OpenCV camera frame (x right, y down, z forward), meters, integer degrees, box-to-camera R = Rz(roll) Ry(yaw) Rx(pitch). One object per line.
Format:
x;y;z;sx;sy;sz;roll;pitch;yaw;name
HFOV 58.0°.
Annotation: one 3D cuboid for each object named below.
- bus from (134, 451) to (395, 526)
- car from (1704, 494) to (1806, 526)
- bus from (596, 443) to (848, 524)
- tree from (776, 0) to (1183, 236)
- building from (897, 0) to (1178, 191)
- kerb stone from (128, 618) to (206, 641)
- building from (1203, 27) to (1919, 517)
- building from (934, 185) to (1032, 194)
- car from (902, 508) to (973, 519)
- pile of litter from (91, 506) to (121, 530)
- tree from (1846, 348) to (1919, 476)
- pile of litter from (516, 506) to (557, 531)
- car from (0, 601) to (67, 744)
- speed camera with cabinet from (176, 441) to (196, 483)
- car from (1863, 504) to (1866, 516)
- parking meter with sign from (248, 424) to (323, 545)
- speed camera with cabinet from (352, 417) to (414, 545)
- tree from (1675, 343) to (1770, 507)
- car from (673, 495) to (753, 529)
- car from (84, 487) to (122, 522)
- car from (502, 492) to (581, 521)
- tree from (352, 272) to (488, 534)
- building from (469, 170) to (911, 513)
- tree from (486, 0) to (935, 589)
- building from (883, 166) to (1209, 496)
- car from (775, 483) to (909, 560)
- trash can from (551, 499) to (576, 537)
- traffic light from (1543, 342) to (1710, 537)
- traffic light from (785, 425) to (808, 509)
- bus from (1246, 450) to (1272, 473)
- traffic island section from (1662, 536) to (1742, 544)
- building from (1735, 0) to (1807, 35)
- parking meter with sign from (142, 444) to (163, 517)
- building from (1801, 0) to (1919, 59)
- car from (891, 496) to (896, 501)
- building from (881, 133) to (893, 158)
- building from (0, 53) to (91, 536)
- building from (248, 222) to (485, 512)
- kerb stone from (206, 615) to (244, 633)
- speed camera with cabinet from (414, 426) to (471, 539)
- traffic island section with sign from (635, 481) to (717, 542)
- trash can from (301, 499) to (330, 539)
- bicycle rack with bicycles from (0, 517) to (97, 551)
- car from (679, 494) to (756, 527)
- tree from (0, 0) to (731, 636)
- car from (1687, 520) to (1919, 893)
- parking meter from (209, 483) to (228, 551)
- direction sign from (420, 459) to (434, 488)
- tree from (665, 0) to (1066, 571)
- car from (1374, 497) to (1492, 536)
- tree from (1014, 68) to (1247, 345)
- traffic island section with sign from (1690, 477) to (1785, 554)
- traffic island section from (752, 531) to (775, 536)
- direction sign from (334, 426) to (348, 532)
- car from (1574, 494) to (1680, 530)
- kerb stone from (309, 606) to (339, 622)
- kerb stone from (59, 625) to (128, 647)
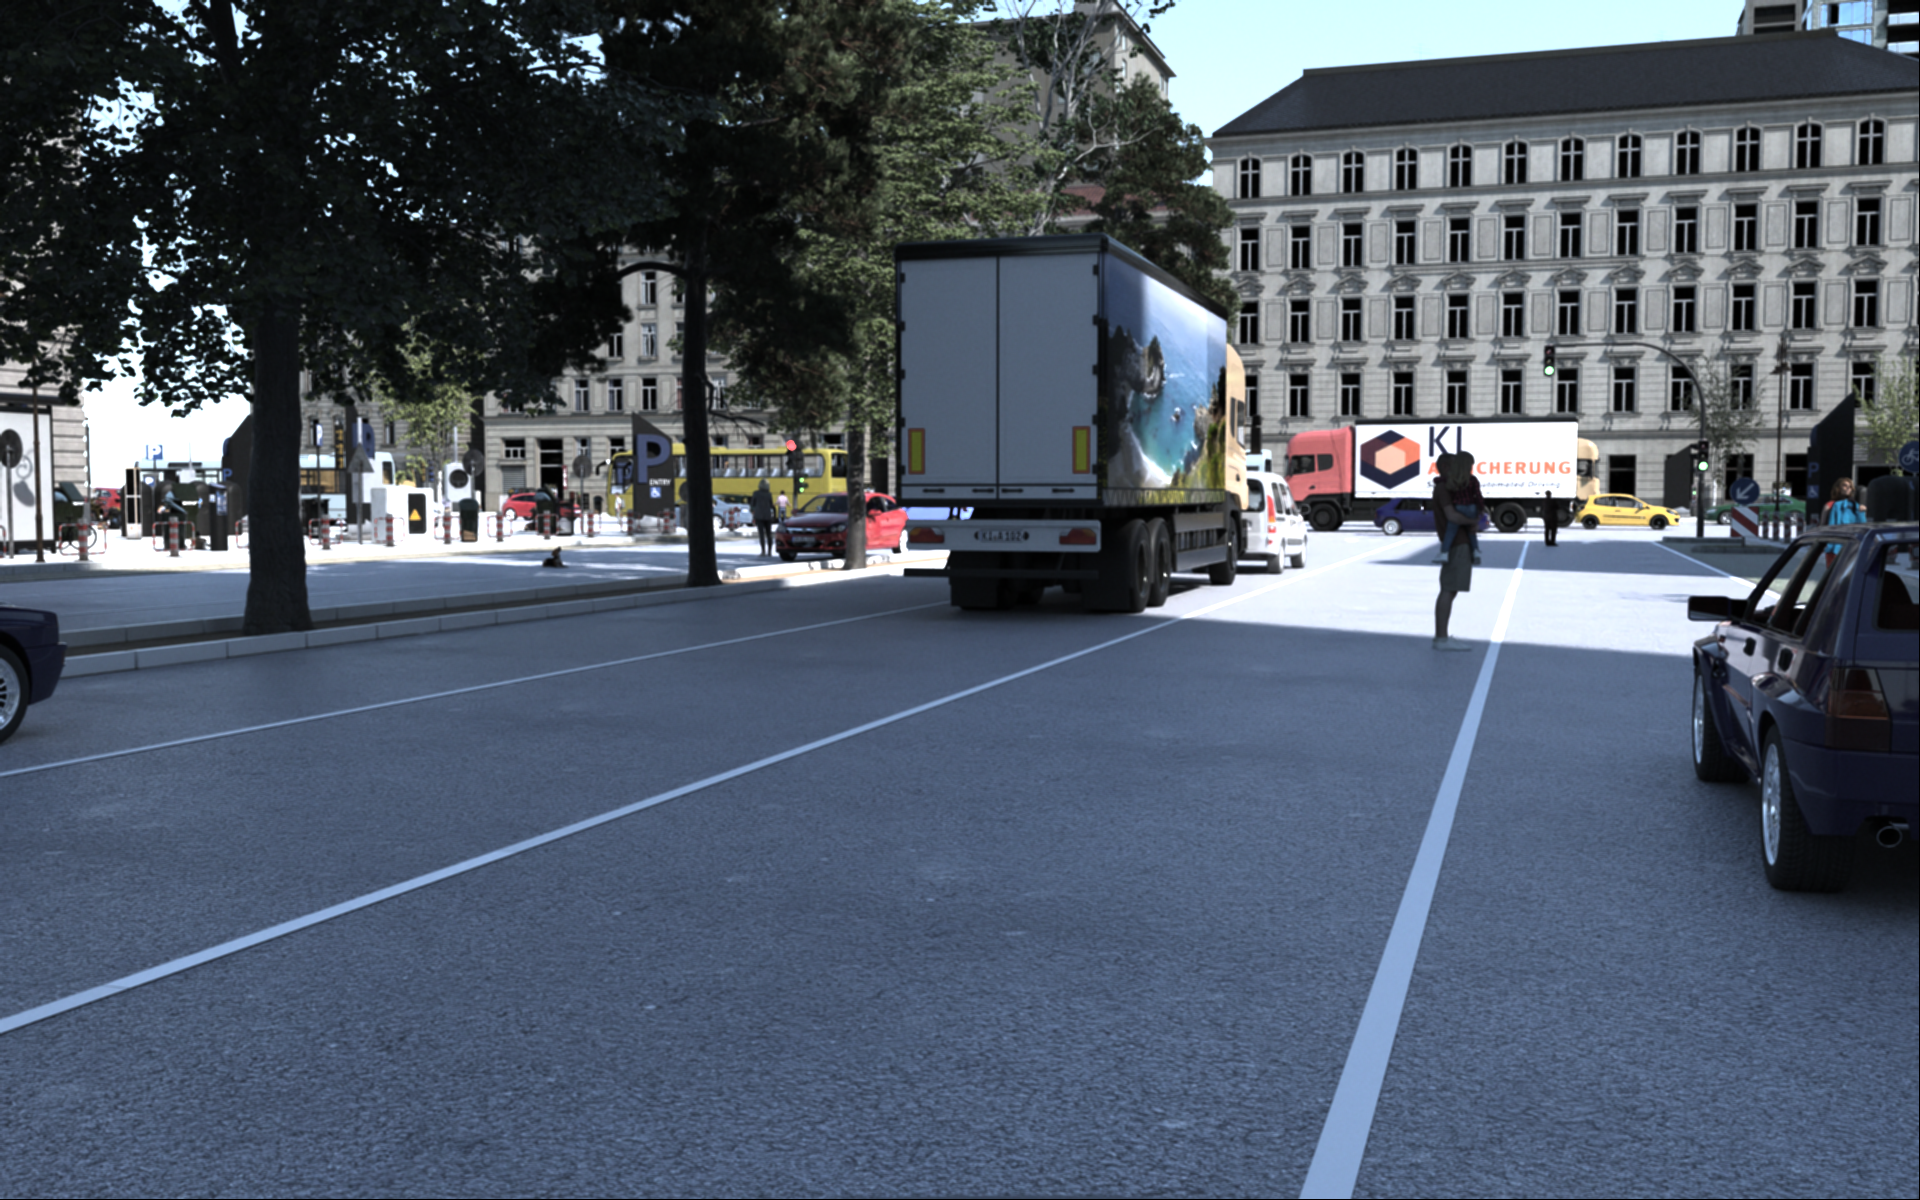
-32.052;-5.120;78.573;13.247;3.499;2.948;1;4;18;bus
36.706;-4.140;79.479;4.920;1.459;2.131;1;4;19;car
-11.426;-5.624;83.502;12.252;3.916;2.896;1;4;18;bus
0.470;-11.227;41.913;12.611;20.169;13.585;0;3;0;tree
7.710;-36.961;193.556;27.495;52.752;28.713;1;4;18;building
-7.959;0.303;17.259;0.120;0.150;1.000;1;4;18;kerb stone
37.879;-20.078;104.686;44.131;29.872;17.030;1;4;18;building
5.278;-24.100;165.740;14.160;30.474;14.107;1;4;18;building
-1.153;-3.444;65.908;3.694;1.707;1.945;1;4;19;car
-30.687;-2.976;62.626;1.719;0.858;1.176;-2;4;-29;pile of litter
46.653;-8.328;86.531;4.737;8.622;4.395;0;3;0;tree
-14.692;-2.839;60.388;1.719;0.858;1.176;1;4;13;pile of litter
-6.641;0.227;8.864;1.945;1.354;3.894;1;4;18;car
-29.422;-4.353;65.499;0.660;3.252;2.038;-2;4;-34;speed camera with cabinet
32.380;-3.114;59.961;4.494;1.783;2.155;1;4;17;car
-16.791;-2.862;43.055;1.738;3.016;0.543;0;4;-5;parking meter with sign
-14.817;-3.051;44.215;0.660;3.252;2.038;-3;5;-44;speed camera with cabinet
37.517;-8.258;85.382;4.360;8.622;3.978;0;3;0;tree
-10.496;-3.475;68.811;4.499;1.417;2.014;1;4;17;car
-45.148;-4.990;90.259;5.304;1.827;2.281;1;4;17;car
-22.440;-5.143;93.134;4.494;1.783;2.155;1;4;20;car
-16.759;-6.394;54.910;4.737;8.622;4.395;0;3;0;tree
-17.471;-17.720;123.009;30.059;22.955;16.112;1;4;18;building
-3.870;-6.159;25.208;6.751;12.117;7.091;0;3;0;tree
6.251;-16.947;113.243;21.152;22.565;11.583;1;4;18;building
-2.563;-1.797;38.425;2.155;1.783;4.494;1;4;19;car
-12.013;-2.499;52.505;0.748;1.137;0.748;0;3;0;trash can
19.934;-4.720;51.835;4.771;5.953;1.251;1;4;18;traffic light
-5.755;-4.382;60.561;0.839;4.253;0.868;1;4;18;traffic light
6.634;-4.889;74.795;13.247;3.499;2.948;1;4;17;bus
21.980;-1.782;51.410;2.009;0.180;2.903;1;4;18;traffic island section
121.333;-49.401;245.950;20.611;71.187;20.563;1;4;18;building
-27.956;-3.887;59.815;0.543;3.016;1.738;-1;4;-14;parking meter with sign
89.022;-52.071;164.031;22.319;86.520;31.000;1;4;18;building
-2.428;-4.869;92.195;3.894;1.354;1.945;1;4;17;car
-9.648;-34.095;207.564;14.200;45.320;14.600;1;4;18;building
-36.641;-13.540;50.250;19.941;23.489;11.050;1;4;18;building
-42.146;-17.058;128.051;18.267;20.994;9.793;1;4;18;building
-7.621;0.242;18.232;0.120;0.150;1.000;1;4;18;kerb stone
-15.286;-3.419;50.239;2.038;3.252;0.660;-2;4;-26;speed camera with cabinet
-8.383;-2.647;51.909;1.989;1.847;2.006;1;4;18;traffic island section with sign
-18.507;-2.337;49.871;0.748;1.137;0.748;0;3;0;trash can
-21.238;-1.603;39.593;2.925;0.926;2.852;0;4;-5;bicycle rack with bicycles
-10.687;-4.032;75.707;4.222;1.686;2.009;1;4;17;car
-6.953;-6.619;17.335;9.857;13.997;8.962;0;3;0;tree
4.161;0.323;7.299;1.945;1.354;3.894;1;4;17;car
-16.659;-1.865;38.905;0.372;1.533;0.369;0;3;0;parking meter
-34.734;-7.395;112.912;0.876;3.537;0.379;-2;4;-33;direction sign
-1.909;-6.830;32.258;7.486;12.596;7.792;0;3;0;tree
16.323;-2.890;59.828;3.894;1.354;1.945;1;4;20;car
4.517;-8.668;51.603;7.806;13.903;7.818;0;3;0;tree
18.894;-2.051;42.156;1.989;1.847;2.006;1;4;18;traffic island section with sign
-5.790;-2.350;60.708;2.009;0.180;2.903;1;4;18;traffic island section
-20.568;-4.041;58.065;0.379;3.537;0.876;2;4;31;direction sign
26.894;-3.647;69.855;3.980;1.641;2.015;1;4;19;car
-7.299;0.184;19.208;0.120;0.150;1.000;1;4;18;kerb stone
-8.282;0.362;16.284;0.120;0.150;1.000;1;4;18;kerb stone
